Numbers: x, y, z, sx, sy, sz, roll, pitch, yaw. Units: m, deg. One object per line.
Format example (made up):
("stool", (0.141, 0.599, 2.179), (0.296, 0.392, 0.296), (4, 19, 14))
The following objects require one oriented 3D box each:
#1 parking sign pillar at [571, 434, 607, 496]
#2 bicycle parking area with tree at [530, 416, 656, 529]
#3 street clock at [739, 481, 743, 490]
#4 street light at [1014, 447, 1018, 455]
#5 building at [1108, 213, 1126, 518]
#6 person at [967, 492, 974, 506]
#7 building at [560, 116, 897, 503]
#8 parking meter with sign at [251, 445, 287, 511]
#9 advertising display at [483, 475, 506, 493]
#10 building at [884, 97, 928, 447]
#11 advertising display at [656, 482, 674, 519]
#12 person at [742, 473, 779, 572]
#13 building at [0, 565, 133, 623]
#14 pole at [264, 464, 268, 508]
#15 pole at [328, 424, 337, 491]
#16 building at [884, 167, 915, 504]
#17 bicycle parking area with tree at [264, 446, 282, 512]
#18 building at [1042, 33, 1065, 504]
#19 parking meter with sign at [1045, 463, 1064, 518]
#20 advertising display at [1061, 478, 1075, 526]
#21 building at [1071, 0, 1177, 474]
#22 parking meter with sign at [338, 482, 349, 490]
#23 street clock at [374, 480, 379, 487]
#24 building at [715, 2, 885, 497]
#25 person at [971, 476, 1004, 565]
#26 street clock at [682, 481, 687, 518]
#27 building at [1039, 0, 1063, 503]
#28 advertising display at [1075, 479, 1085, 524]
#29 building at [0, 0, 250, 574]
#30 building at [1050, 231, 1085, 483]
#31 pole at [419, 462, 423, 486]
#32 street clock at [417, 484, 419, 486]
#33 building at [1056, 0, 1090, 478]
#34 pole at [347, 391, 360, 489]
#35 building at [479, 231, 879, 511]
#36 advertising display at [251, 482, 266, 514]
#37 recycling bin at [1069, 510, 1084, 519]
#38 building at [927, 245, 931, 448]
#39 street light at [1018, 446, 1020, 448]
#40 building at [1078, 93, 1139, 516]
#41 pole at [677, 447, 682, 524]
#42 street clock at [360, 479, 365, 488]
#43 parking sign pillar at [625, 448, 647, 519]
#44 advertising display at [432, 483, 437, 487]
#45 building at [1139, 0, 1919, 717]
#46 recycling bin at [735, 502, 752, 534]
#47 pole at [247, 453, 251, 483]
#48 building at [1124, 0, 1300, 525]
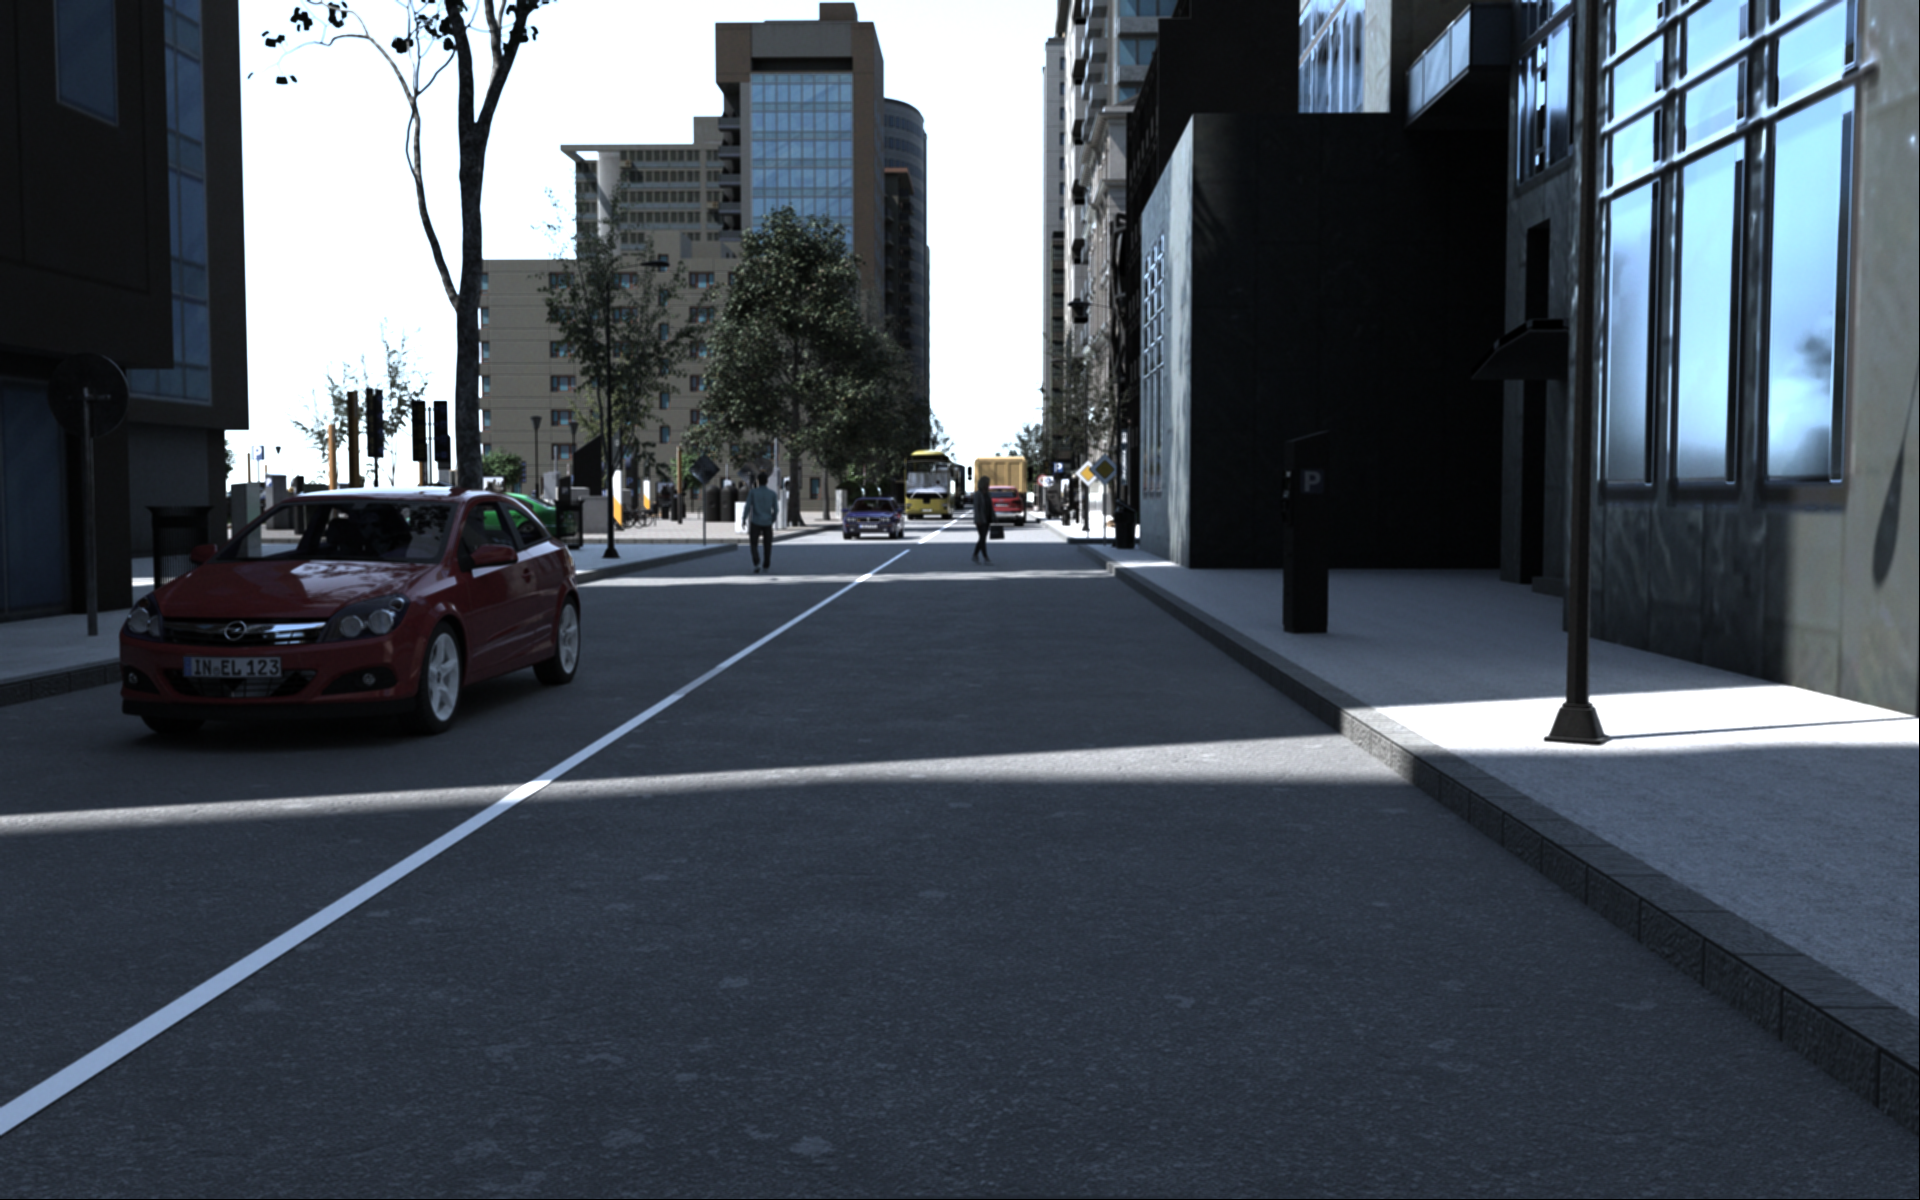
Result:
("parking sign pillar", (-16.706, -5.444, 77.475), (1.447, 3.967, 1.447), (-2, 4, -30))
("bicycle parking area with tree", (-15.667, -4.868, 66.587), (9.016, 4.147, 8.231), (1, 4, 16))
("street clock", (-12.369, -5.705, 97.847), (0.358, 2.002, 0.471), (-1, 4, -9))
("street light", (6.203, -11.998, 168.715), (1.470, 5.913, 1.316), (0, 4, 1))
("building", (16.380, -13.801, 93.103), (16.820, 18.784, 16.811), (0, 4, 1))
("person", (1.474, -12.645, 215.954), (1.217, 1.735, 0.721), (1, 4, 11))
("building", (-23.194, -30.000, 182.373), (32.217, 40.220, 23.993), (0, 4, 1))
("parking meter with sign", (-24.607, -4.044, 62.388), (0.543, 3.016, 1.738), (2, 4, 25))
("advertising display", (-16.084, -3.324, 59.554), (0.974, 1.923, 0.123), (1, 4, 10))
("building", (-15.851, -43.630, 255.346), (21.231, 58.520, 28.212), (0, 4, 1))
("advertising display", (-15.150, -5.125, 89.005), (0.974, 1.923, 0.123), (-2, 4, -32))
("person", (-3.649, -1.421, 31.755), (0.660, 1.820, 0.620), (-1, 4, -19))
("building", (-16.005, -22.108, 11.570), (14.600, 45.320, 14.200), (0, 4, 1))
("pole", (-47.343, -7.607, 118.214), (0.158, 3.312, 0.155), (0, 3, 0))
("pole", (-18.315, -3.469, 50.569), (0.158, 3.312, 0.155), (0, 3, 0))
("building", (-17.286, -34.998, 226.841), (22.147, 44.769, 28.867), (0, 4, 1))
("bicycle parking area with tree", (-41.298, -6.962, 100.825), (9.016, 4.147, 8.231), (2, 4, 31))
("building", (21.231, -41.819, 225.743), (21.231, 58.520, 28.212), (0, 4, 1))
("parking meter with sign", (5.158, -6.058, 95.316), (0.543, 3.016, 1.738), (1, 4, 22))
("advertising display", (4.265, -3.933, 69.512), (0.123, 1.923, 0.974), (-1, 4, -17))
("building", (21.335, -31.860, 140.516), (23.786, 49.044, 30.456), (0, 4, 1))
("parking meter with sign", (-40.358, -7.168, 113.453), (1.738, 3.016, 0.543), (-3, 5, -40))
("street clock", (-29.536, -5.083, 87.673), (0.358, 2.002, 0.471), (-1, 4, -15))
("building", (-14.421, -31.349, 162.670), (14.600, 45.320, 14.200), (0, 4, 1))
("person", (0.517, -1.631, 35.351), (0.728, 1.800, 0.709), (3, 5, 45))
("street clock", (-14.850, -5.406, 92.954), (0.358, 2.002, 0.471), (-3, 5, -42))
("building", (21.720, -49.631, 249.717), (20.563, 71.187, 20.611), (0, 4, 1))
("advertising display", (5.179, -4.293, 75.402), (0.123, 1.923, 0.974), (3, 5, 40))
("building", (-23.157, -23.286, 30.841), (14.200, 45.320, 14.600), (0, 4, 1))
("building", (16.986, -25.688, 191.704), (14.160, 30.474, 14.107), (0, 4, 1))
("pole", (-26.099, -5.506, 83.861), (0.158, 3.312, 0.155), (0, 3, 0))
("street clock", (-36.981, -6.982, 118.726), (0.471, 2.002, 0.358), (1, 4, 20))
("building", (24.109, -35.476, 169.271), (28.713, 52.752, 27.495), (0, 4, 1))
("pole", (-12.027, -2.480, 34.392), (0.158, 3.312, 0.155), (0, 3, 0))
("building", (-21.420, -18.142, 141.659), (27.650, 21.520, 28.899), (0, 4, 1))
("advertising display", (-36.927, -5.270, 91.373), (0.974, 1.923, 0.123), (-2, 4, -28))
("recycling bin", (6.139, -4.748, 90.180), (0.722, 1.027, 0.722), (-3, 4, -37))
("building", (-12.001, -36.297, 277.045), (14.154, 41.232, 14.086), (0, 4, 1))
("street light", (5.474, -9.976, 135.644), (1.470, 5.913, 1.316), (0, 4, 1))
("building", (15.109, -19.914, 112.982), (14.401, 28.519, 23.554), (0, 4, 1))
("pole", (-12.049, -4.930, 74.451), (0.158, 3.312, 0.155), (0, 3, 0))
("street clock", (-27.442, -4.578, 79.415), (0.358, 2.002, 0.471), (-1, 4, -9))
("parking sign pillar", (-16.968, -6.184, 89.576), (1.447, 3.967, 1.447), (0, 4, -1))
("advertising display", (-29.781, -5.749, 99.209), (0.123, 1.923, 0.974), (2, 4, 35))
("building", (14.986, -43.376, 21.865), (22.319, 86.520, 31.000), (0, 4, 1))
("recycling bin", (-6.705, -2.621, 55.401), (0.722, 1.027, 0.722), (-3, 5, -41))
("pole", (-34.882, -5.577, 85.027), (0.158, 3.312, 0.155), (0, 3, 0))
("building", (13.546, -14.768, 71.142), (12.332, 23.373, 15.834), (0, 4, 1))
